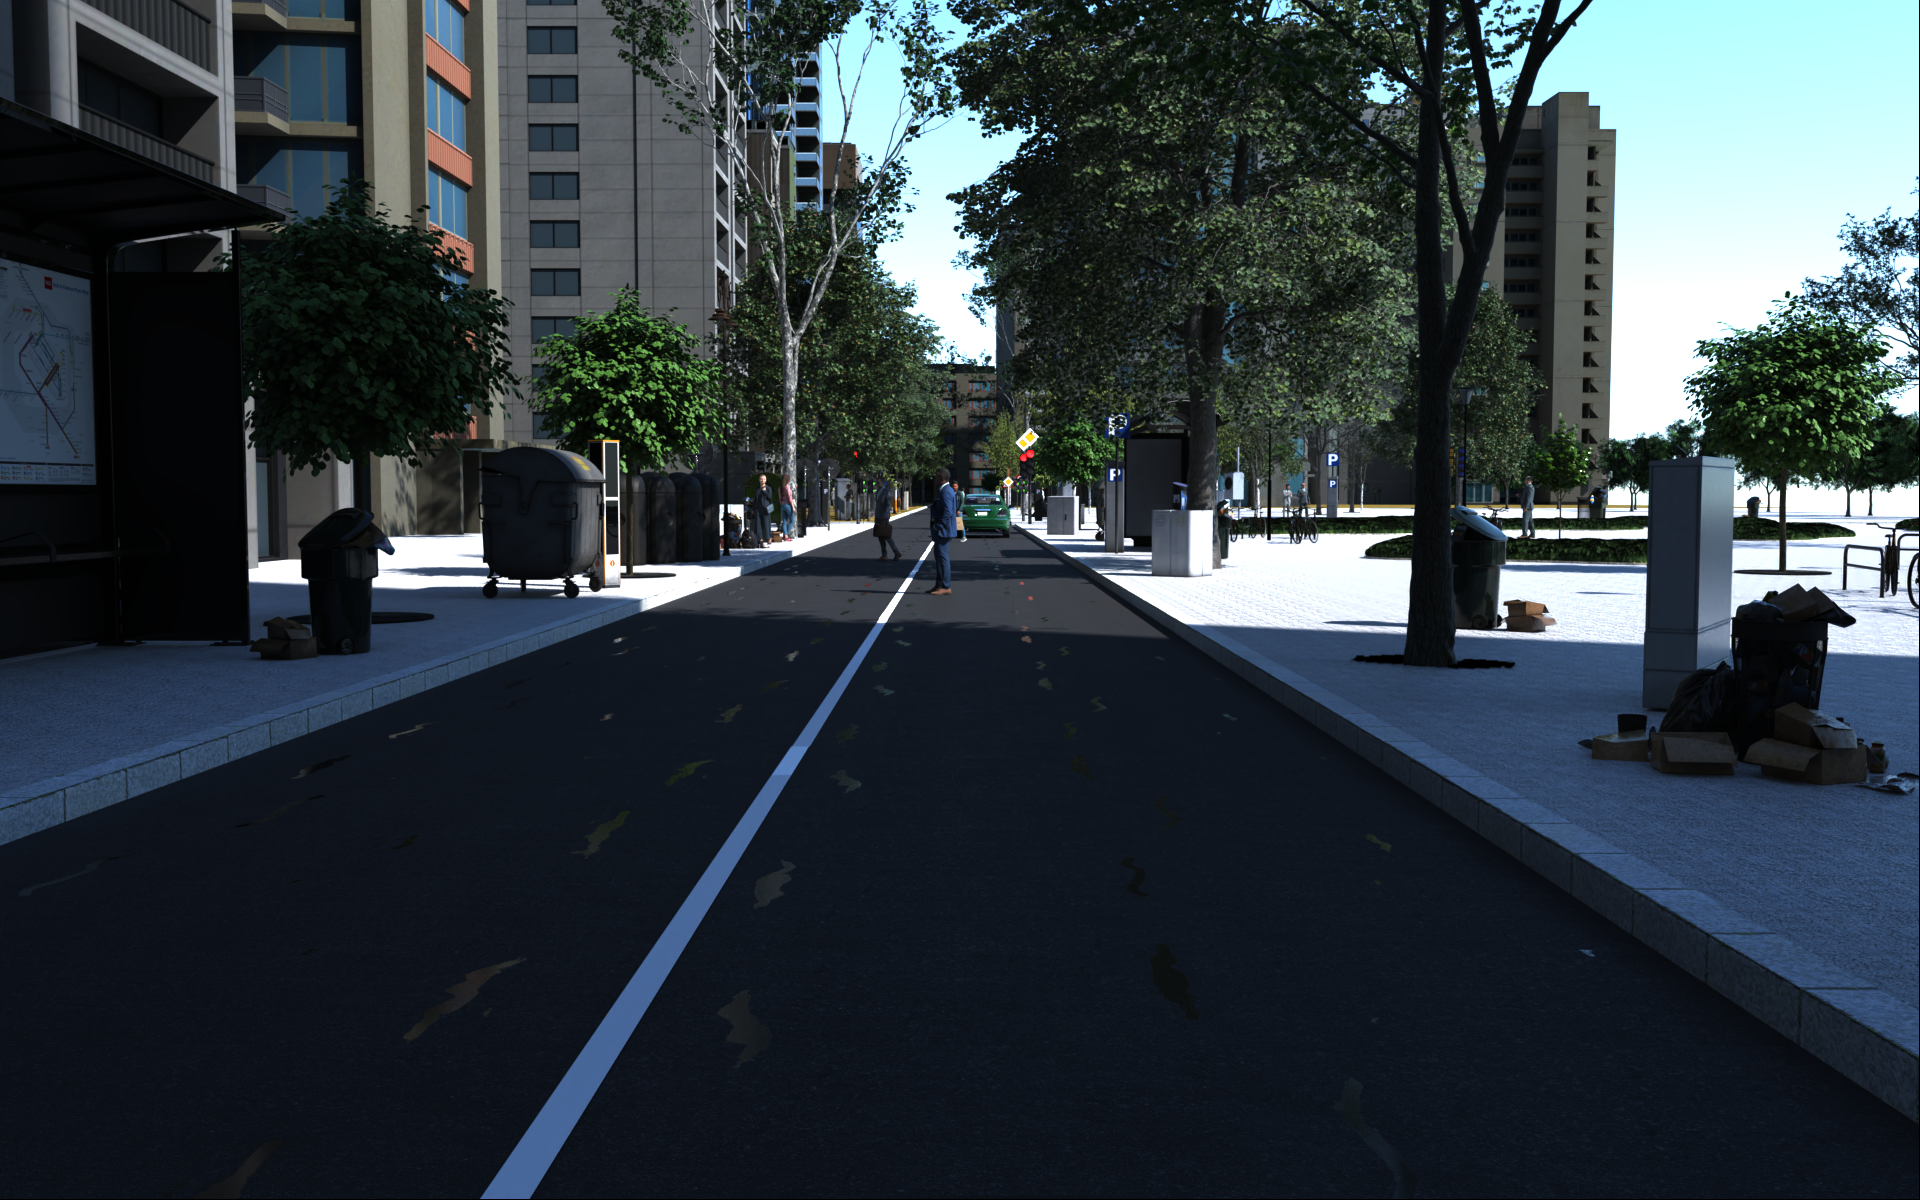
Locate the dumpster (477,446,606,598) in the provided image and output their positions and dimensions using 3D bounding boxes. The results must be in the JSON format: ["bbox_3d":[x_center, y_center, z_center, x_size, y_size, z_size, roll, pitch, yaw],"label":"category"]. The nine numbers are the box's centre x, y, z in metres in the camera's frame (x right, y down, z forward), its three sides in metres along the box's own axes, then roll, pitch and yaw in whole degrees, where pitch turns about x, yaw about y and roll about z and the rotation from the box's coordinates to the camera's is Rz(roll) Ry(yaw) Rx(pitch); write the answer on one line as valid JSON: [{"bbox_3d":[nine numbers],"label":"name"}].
[{"bbox_3d":[-5.285,-0.990,21.939,1.264,1.857,1.865,0,4,0],"label":"dumpster"}]

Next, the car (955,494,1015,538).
[{"bbox_3d":[0.778,-2.830,58.070,2.131,1.459,4.920,0,4,1],"label":"car"}]

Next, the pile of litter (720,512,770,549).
[{"bbox_3d":[-5.388,-1.646,40.885,1.719,0.858,1.176,1,4,9],"label":"pile of litter"}]

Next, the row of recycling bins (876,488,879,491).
[{"bbox_3d":[-5.270,-6.197,108.439,1.069,1.692,3.534,1,4,15],"label":"row of recycling bins"}]

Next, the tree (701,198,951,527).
[{"bbox_3d":[-5.685,-9.192,67.296,9.611,12.733,9.660,0,3,0],"label":"tree"}]

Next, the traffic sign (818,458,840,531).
[{"bbox_3d":[-4.598,-3.701,60.624,0.768,2.556,0.104,0,4,7],"label":"traffic sign"}]

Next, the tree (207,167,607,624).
[{"bbox_3d":[-6.203,-2.069,17.545,4.285,4.588,4.351,0,3,0],"label":"tree"}]

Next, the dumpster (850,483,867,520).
[{"bbox_3d":[-5.325,-5.005,87.585,1.264,1.857,1.865,0,4,0],"label":"dumpster"}]

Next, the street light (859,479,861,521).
[{"bbox_3d":[-4.760,-6.664,81.739,0.468,5.910,1.993,0,4,0],"label":"street light"}]

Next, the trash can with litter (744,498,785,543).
[{"bbox_3d":[-5.178,-2.102,45.757,0.624,1.170,1.055,3,5,45],"label":"trash can with litter"}]

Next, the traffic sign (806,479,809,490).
[{"bbox_3d":[-6.464,-4.535,74.247,0.768,2.556,0.104,0,4,7],"label":"traffic sign"}]

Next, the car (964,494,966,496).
[{"bbox_3d":[1.118,-11.605,198.775,2.155,1.783,4.494,0,4,-1],"label":"car"}]

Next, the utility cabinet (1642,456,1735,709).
[{"bbox_3d":[4.464,-0.118,10.615,0.318,1.500,1.173,2,4,32],"label":"utility cabinet"}]

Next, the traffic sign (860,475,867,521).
[{"bbox_3d":[-4.609,-4.942,82.923,0.606,2.300,0.079,0,4,3],"label":"traffic sign"}]

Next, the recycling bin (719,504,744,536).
[{"bbox_3d":[-5.722,-1.814,42.211,0.722,1.027,0.722,-2,4,-27],"label":"recycling bin"}]

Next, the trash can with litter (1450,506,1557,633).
[{"bbox_3d":[5.125,-0.308,16.431,1.055,1.170,0.624,3,4,39],"label":"trash can with litter"}]

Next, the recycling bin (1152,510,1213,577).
[{"bbox_3d":[3.476,-0.889,27.097,0.722,1.027,0.722,3,4,37],"label":"recycling bin"}]

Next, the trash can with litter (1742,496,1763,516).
[{"bbox_3d":[37.764,-4.358,82.640,1.055,1.170,0.624,-3,4,-36],"label":"trash can with litter"}]

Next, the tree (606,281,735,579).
[{"bbox_3d":[-5.232,-2.638,26.843,4.285,4.588,4.351,0,3,0],"label":"tree"}]

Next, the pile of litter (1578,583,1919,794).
[{"bbox_3d":[3.739,0.360,8.082,1.176,0.858,1.719,-2,4,-23],"label":"pile of litter"}]

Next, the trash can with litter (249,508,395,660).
[{"bbox_3d":[-5.057,-0.144,13.738,0.624,1.170,1.055,2,4,25],"label":"trash can with litter"}]

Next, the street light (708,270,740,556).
[{"bbox_3d":[-4.865,-3.859,35.886,0.468,5.910,1.993,0,4,0],"label":"street light"}]

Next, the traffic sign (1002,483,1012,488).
[{"bbox_3d":[3.830,-8.573,140.175,0.884,2.594,0.081,0,4,4],"label":"traffic sign"}]

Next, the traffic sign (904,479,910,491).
[{"bbox_3d":[-4.547,-8.795,143.897,0.768,2.556,0.104,0,4,1],"label":"traffic sign"}]

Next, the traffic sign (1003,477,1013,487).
[{"bbox_3d":[3.631,-7.929,129.366,0.795,2.593,0.064,0,4,7],"label":"traffic sign"}]

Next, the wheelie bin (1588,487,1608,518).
[{"bbox_3d":[27.207,-4.032,73.837,0.693,1.594,0.980,3,5,39],"label":"wheelie bin"}]

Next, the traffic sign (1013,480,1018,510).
[{"bbox_3d":[4.612,-8.527,139.519,0.768,2.556,0.104,1,4,9],"label":"traffic sign"}]

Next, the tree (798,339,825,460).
[{"bbox_3d":[-4.932,-11.577,95.938,9.857,13.997,8.962,0,3,0],"label":"tree"}]

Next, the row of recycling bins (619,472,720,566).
[{"bbox_3d":[-5.544,-1.548,32.426,1.069,1.692,3.534,1,4,22],"label":"row of recycling bins"}]

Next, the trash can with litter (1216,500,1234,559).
[{"bbox_3d":[4.846,-1.396,34.208,1.055,1.170,0.624,0,4,-1],"label":"trash can with litter"}]

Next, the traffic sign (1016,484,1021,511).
[{"bbox_3d":[4.754,-8.259,135.144,0.768,2.556,0.104,0,4,3],"label":"traffic sign"}]

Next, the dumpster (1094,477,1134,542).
[{"bbox_3d":[4.352,-2.547,47.396,1.264,1.857,1.865,0,4,0],"label":"dumpster"}]

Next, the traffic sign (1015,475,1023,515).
[{"bbox_3d":[3.841,-6.624,108.415,0.768,2.556,0.104,1,4,10],"label":"traffic sign"}]

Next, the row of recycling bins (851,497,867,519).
[{"bbox_3d":[-5.296,-5.102,90.527,1.069,1.692,3.534,0,4,2],"label":"row of recycling bins"}]

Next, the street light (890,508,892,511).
[{"bbox_3d":[-4.747,-8.945,119.030,0.468,5.910,1.993,0,4,0],"label":"street light"}]

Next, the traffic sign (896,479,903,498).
[{"bbox_3d":[-4.991,-8.763,143.383,0.768,2.556,0.104,0,4,7],"label":"traffic sign"}]

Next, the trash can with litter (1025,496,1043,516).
[{"bbox_3d":[4.499,-5.641,103.282,2.233,1.210,1.678,3,5,40],"label":"trash can with litter"}]

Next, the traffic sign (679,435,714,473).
[{"bbox_3d":[-5.662,-2.267,37.166,0.768,2.556,0.104,0,4,6],"label":"traffic sign"}]

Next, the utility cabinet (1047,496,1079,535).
[{"bbox_3d":[3.232,-2.651,54.505,1.020,1.237,0.306,3,4,36],"label":"utility cabinet"}]

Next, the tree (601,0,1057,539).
[{"bbox_3d":[-3.594,-11.762,48.198,12.611,20.169,13.585,0,3,0],"label":"tree"}]

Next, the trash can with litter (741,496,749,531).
[{"bbox_3d":[-6.509,-2.595,53.484,1.678,1.210,2.233,0,4,-5],"label":"trash can with litter"}]

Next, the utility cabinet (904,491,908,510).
[{"bbox_3d":[-4.346,-7.961,138.838,0.318,1.500,1.173,0,4,4],"label":"utility cabinet"}]

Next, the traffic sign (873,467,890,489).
[{"bbox_3d":[-6.198,-8.191,127.790,2.265,3.308,0.079,0,4,7],"label":"traffic sign"}]

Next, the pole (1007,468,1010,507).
[{"bbox_3d":[3.855,-8.814,137.958,0.158,3.312,0.155,0,3,0],"label":"pole"}]

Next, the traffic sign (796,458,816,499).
[{"bbox_3d":[-5.470,-3.727,61.046,0.768,2.556,0.104,0,4,8],"label":"traffic sign"}]
